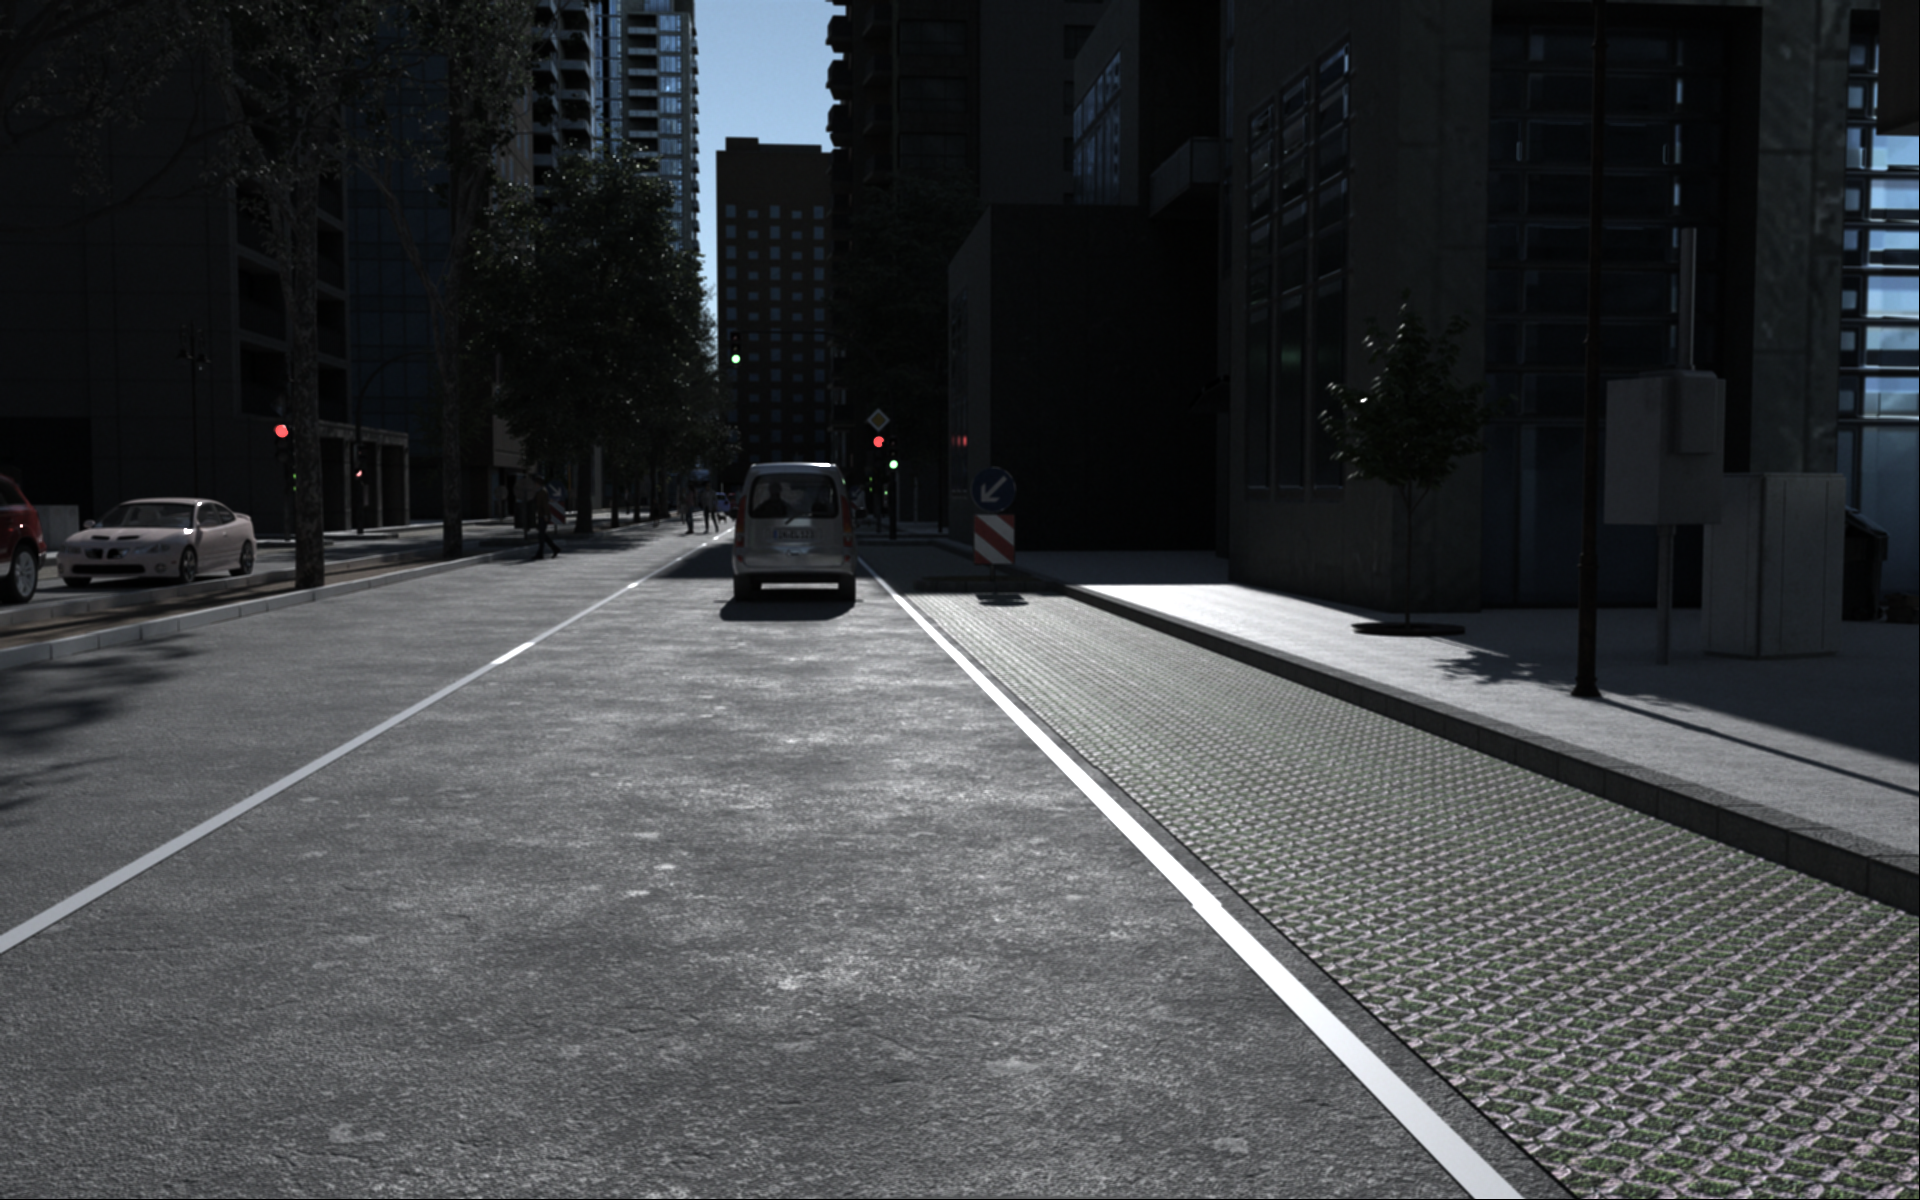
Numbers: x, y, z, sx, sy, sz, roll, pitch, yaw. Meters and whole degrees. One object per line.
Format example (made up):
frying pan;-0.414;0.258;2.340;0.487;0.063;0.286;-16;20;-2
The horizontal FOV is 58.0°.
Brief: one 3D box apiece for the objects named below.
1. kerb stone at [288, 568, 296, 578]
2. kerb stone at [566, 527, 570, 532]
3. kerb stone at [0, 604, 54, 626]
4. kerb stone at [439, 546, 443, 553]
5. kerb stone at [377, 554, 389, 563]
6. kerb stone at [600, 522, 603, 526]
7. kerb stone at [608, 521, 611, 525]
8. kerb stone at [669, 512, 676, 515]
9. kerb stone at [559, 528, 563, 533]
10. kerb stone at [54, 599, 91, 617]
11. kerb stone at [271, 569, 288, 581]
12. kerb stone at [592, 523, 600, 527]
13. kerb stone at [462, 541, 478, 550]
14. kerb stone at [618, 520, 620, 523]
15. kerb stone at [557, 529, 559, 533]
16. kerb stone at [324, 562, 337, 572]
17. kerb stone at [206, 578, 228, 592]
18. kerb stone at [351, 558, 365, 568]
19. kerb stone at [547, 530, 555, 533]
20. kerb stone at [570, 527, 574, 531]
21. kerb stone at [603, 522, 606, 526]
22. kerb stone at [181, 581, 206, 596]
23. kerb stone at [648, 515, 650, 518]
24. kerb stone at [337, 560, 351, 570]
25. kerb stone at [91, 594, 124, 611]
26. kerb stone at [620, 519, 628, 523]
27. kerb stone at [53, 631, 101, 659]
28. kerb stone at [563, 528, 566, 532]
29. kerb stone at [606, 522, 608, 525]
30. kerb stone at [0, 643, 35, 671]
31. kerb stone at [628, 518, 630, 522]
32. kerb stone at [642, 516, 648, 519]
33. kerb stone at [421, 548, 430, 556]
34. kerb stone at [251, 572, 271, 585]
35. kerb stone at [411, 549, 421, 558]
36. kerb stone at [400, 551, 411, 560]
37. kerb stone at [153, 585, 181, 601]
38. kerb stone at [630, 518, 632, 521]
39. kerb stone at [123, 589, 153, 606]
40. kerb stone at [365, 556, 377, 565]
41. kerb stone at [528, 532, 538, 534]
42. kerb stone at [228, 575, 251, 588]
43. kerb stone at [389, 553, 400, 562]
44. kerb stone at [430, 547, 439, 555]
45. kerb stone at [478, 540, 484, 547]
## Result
kerb stone;-11.433;-0.454;29.611;0.120;0.150;1.000;0;4;-5
kerb stone;-14.819;-2.608;64.830;0.120;0.150;1.000;0;4;-5
kerb stone;-10.454;0.171;19.398;0.120;0.150;1.000;0;4;-5
kerb stone;-12.612;-1.204;41.875;0.120;0.150;1.000;0;4;-5
kerb stone;-12.022;-0.828;35.736;0.120;0.150;1.000;0;4;-5
kerb stone;-15.895;-3.295;76.061;0.120;0.150;1.000;0;4;-5
kerb stone;-16.188;-3.477;79.117;0.120;0.150;1.000;0;4;-5
kerb stone;-20.412;-6.165;122.992;0.120;0.150;1.000;0;4;-5
kerb stone;-14.617;-2.482;62.789;0.120;0.150;1.000;0;4;-5
kerb stone;-10.550;0.108;20.424;0.120;0.150;1.000;0;4;-5
kerb stone;-11.339;-0.391;28.591;0.120;0.150;1.000;0;4;-5
kerb stone;-15.810;-3.232;75.042;0.120;0.150;1.000;0;4;-5
kerb stone;-13.010;-1.454;45.962;0.120;0.150;1.000;0;4;-5
kerb stone;-16.584;-3.726;83.195;0.120;0.150;1.000;0;4;-5
kerb stone;-14.523;-2.421;61.771;0.120;0.150;1.000;0;4;-5
kerb stone;-11.630;-0.578;31.647;0.120;0.150;1.000;0;4;-5
kerb stone;-11.043;-0.203;25.522;0.120;0.150;1.000;0;4;-5
kerb stone;-11.819;-0.703;33.696;0.120;0.150;1.000;0;4;-5
kerb stone;-14.427;-2.356;60.751;0.120;0.150;1.000;0;4;-5
kerb stone;-14.916;-2.666;65.848;0.120;0.150;1.000;0;4;-5
kerb stone;-15.998;-3.356;77.081;0.120;0.150;1.000;0;4;-5
kerb stone;-10.938;-0.141;24.505;0.120;0.150;1.000;0;4;-5
kerb stone;-18.257;-4.792;100.545;0.120;0.150;1.000;0;4;-5
kerb stone;-11.729;-0.640;32.664;0.120;0.150;1.000;0;4;-5
kerb stone;-10.645;0.050;21.449;0.120;0.150;1.000;0;4;-5
kerb stone;-16.979;-3.980;87.265;0.120;0.150;1.000;0;4;-5
kerb stone;-7.969;0.418;15.489;0.120;0.150;1.000;0;4;-5
kerb stone;-14.719;-2.543;63.809;0.120;0.150;1.000;0;4;-5
kerb stone;-16.093;-3.417;78.099;0.120;0.150;1.000;0;4;-5
kerb stone;-7.876;0.472;14.471;0.120;0.150;1.000;0;4;-5
kerb stone;-17.069;-4.036;88.283;0.120;0.150;1.000;0;4;-5
kerb stone;-18.149;-4.730;99.524;0.120;0.150;1.000;0;4;-5
kerb stone;-12.422;-1.079;39.838;0.120;0.150;1.000;0;4;-5
kerb stone;-11.231;-0.329;27.572;0.120;0.150;1.000;0;4;-5
kerb stone;-12.316;-1.015;38.817;0.120;0.150;1.000;0;4;-5
kerb stone;-12.218;-0.954;37.790;0.120;0.150;1.000;0;4;-5
kerb stone;-10.845;-0.079;23.486;0.120;0.150;1.000;0;4;-5
kerb stone;-17.170;-4.104;89.300;0.120;0.150;1.000;0;4;-5
kerb stone;-10.748;-0.017;22.467;0.120;0.150;1.000;0;4;-5
kerb stone;-11.923;-0.766;34.712;0.120;0.150;1.000;0;4;-5
kerb stone;-14.033;-2.108;56.664;0.120;0.150;1.000;0;4;-5
kerb stone;-11.137;-0.265;26.554;0.120;0.150;1.000;0;4;-5
kerb stone;-12.118;-0.889;36.770;0.120;0.150;1.000;0;4;-5
kerb stone;-12.511;-1.141;40.856;0.120;0.150;1.000;0;4;-5
kerb stone;-13.102;-1.512;46.980;0.120;0.150;1.000;0;4;-5
